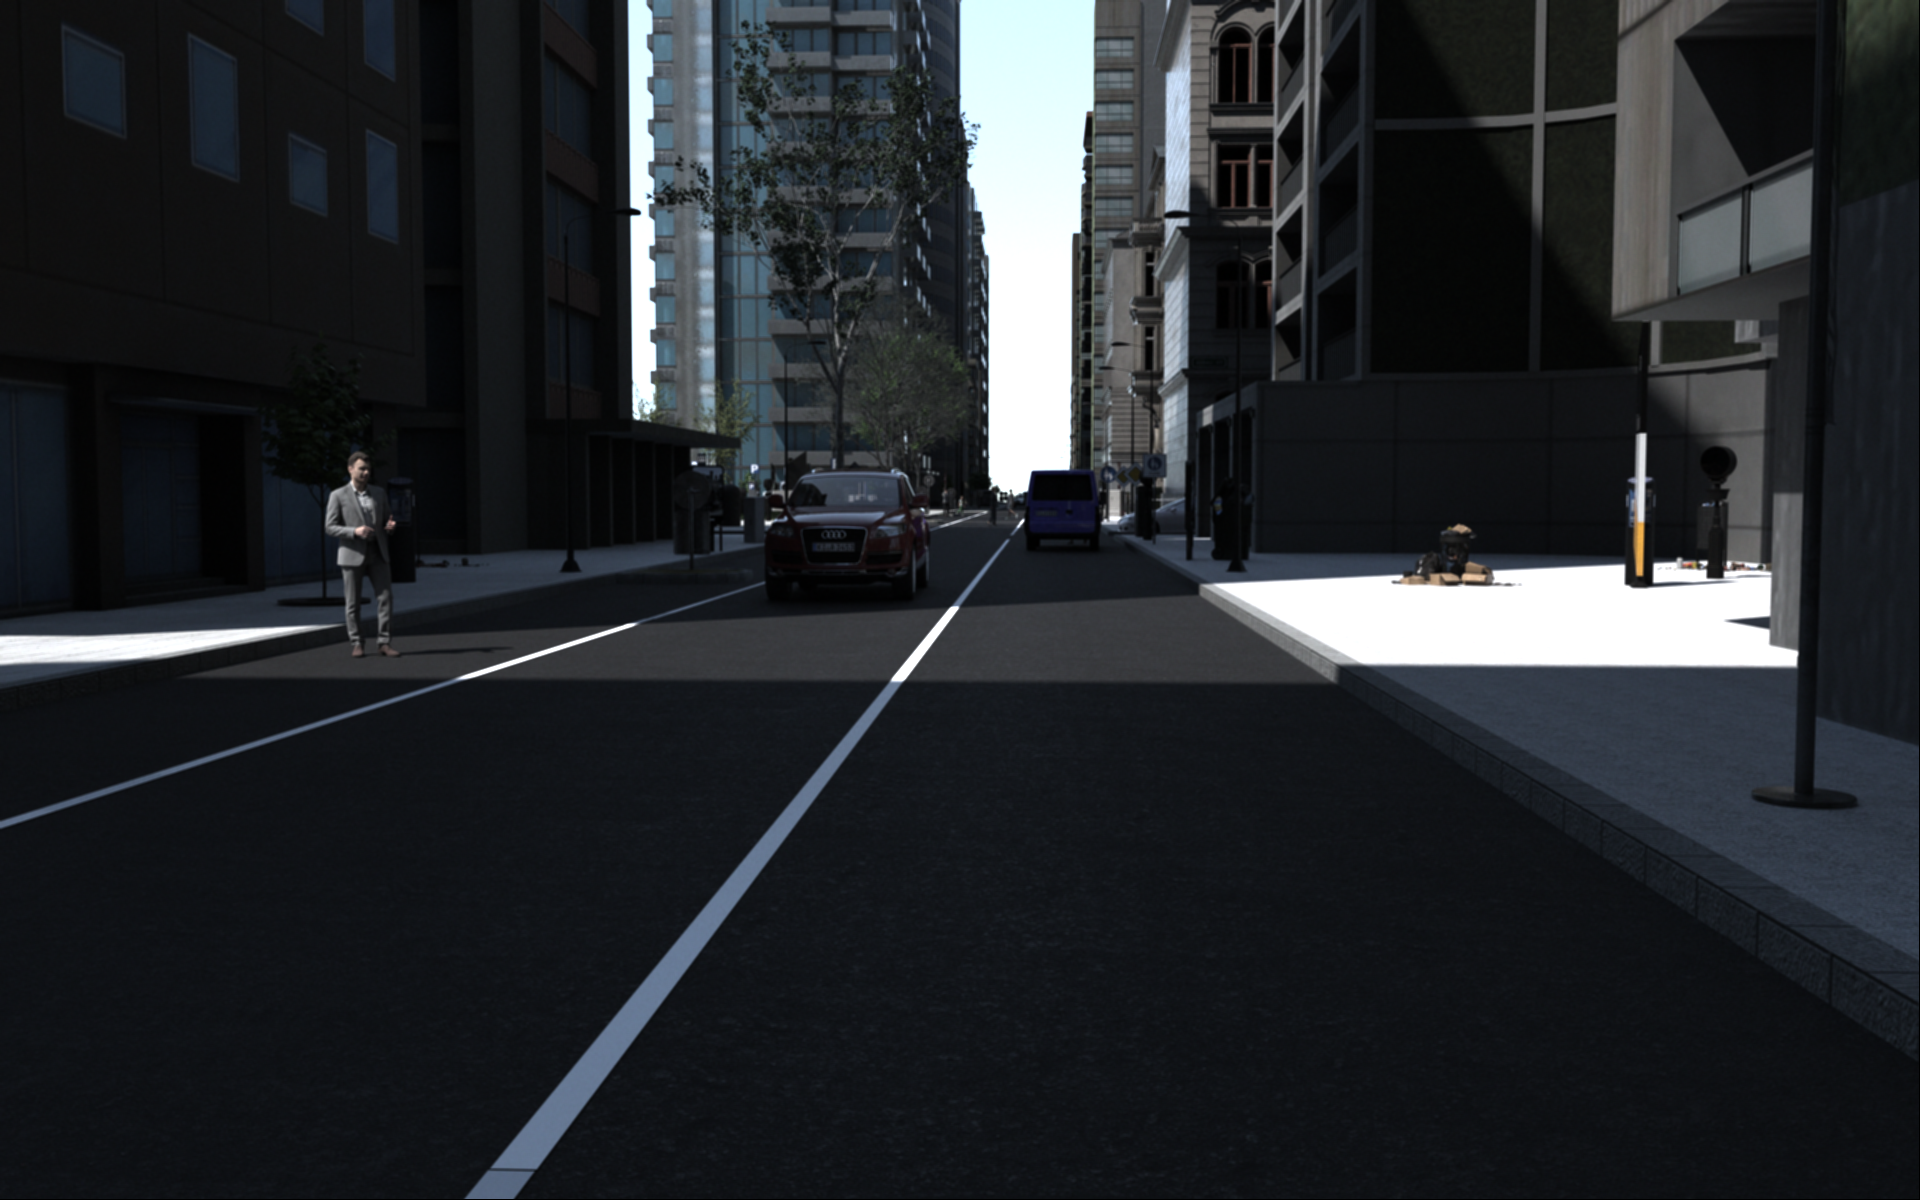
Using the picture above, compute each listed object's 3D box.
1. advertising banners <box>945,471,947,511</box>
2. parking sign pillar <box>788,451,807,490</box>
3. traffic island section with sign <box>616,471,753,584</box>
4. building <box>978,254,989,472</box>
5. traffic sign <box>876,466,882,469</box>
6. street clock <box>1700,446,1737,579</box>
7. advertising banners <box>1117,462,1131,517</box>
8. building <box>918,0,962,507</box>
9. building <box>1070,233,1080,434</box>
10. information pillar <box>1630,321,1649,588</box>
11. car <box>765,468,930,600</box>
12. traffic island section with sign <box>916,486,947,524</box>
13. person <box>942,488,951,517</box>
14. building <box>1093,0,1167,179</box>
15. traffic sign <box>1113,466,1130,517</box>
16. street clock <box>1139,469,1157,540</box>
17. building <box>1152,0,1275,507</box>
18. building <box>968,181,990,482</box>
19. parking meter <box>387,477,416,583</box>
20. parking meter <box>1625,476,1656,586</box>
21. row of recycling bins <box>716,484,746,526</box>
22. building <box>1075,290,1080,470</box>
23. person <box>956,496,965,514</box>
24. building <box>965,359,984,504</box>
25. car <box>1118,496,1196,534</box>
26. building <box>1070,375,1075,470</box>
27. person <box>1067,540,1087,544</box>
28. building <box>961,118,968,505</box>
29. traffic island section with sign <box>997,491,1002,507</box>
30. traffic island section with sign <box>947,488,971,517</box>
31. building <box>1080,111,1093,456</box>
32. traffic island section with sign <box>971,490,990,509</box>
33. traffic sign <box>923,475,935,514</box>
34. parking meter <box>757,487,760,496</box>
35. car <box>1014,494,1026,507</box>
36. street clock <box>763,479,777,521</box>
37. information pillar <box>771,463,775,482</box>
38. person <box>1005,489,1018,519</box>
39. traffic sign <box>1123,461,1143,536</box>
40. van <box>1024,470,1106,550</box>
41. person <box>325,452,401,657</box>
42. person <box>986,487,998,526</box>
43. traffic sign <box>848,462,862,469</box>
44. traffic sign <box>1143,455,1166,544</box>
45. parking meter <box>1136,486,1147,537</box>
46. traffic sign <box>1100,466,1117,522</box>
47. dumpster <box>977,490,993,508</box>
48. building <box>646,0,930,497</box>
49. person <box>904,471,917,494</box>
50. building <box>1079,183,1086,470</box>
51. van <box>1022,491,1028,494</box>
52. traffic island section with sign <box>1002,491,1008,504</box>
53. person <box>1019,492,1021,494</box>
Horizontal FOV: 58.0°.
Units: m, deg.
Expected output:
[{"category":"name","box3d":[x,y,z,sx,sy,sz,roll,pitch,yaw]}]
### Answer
[{"category":"advertising banners","box3d":[-1.011,-8.169,129.748,0.090,3.025,2.074,0,4,7]},{"category":"parking sign pillar","box3d":[-10.207,-7.287,107.620,1.447,3.967,1.447,-1,4,-21]},{"category":"traffic island section with sign","box3d":[-4.489,-1.226,28.667,1.989,1.847,2.006,0,4,3]},{"category":"building","box3d":[-2.370,-36.939,287.542,14.154,41.232,14.086,0,4,3]},{"category":"traffic sign","box3d":[-2.866,-3.539,61.501,0.795,2.450,0.064,0,4,3]},{"category":"street clock","box3d":[11.457,-1.324,26.216,0.358,2.002,0.471,-3,5,-43]},{"category":"advertising banners","box3d":[9.055,-6.098,95.891,0.090,3.025,2.074,2,4,25]},{"category":"building","box3d":[-11.082,-39.086,181.053,21.231,58.520,28.212,0,4,3]},{"category":"building","box3d":[25.374,-38.956,287.033,14.600,45.320,14.200,0,4,3]},{"category":"information pillar","box3d":[9.340,-1.982,23.757,0.183,3.616,0.504,1,4,15]},{"category":"car","box3d":[-1.550,-1.010,25.190,2.281,1.827,5.304,0,4,2]},{"category":"traffic island section with sign","box3d":[-1.795,-4.618,84.135,1.989,1.847,2.006,0,4,3]},{"category":"person","box3d":[-0.856,-6.172,109.600,0.592,1.802,0.473,-3,4,-38]},{"category":"building","box3d":[18.143,-28.289,146.127,14.154,41.232,14.086,0,4,3]},{"category":"traffic sign","box3d":[5.767,-3.512,61.063,0.795,2.450,0.064,0,4,3]},{"category":"street clock","box3d":[5.240,-2.674,48.297,0.471,2.002,0.358,-2,4,-32]},{"category":"building","box3d":[19.506,-17.123,67.346,23.554,28.519,14.401,0,4,3]},{"category":"building","box3d":[-7.437,-39.471,264.964,23.786,49.044,30.456,0,4,3]},{"category":"parking meter","box3d":[-8.102,-1.022,25.121,0.372,1.533,0.369,0,3,0]},{"category":"parking meter","box3d":[9.563,-0.975,24.353,0.372,1.533,0.369,0,3,0]},{"category":"row of recycling bins","box3d":[-10.425,-3.762,68.619,3.534,1.692,1.069,-1,4,-23]},{"category":"building","box3d":[23.250,-28.892,244.087,14.160,30.474,14.107,0,4,3]},{"category":"person","box3d":[0.043,-6.229,114.586,0.590,1.304,0.306,1,4,19]},{"category":"building","box3d":[-11.044,-23.932,236.321,27.650,21.520,28.899,0,4,3]},{"category":"car","box3d":[7.675,-2.772,57.684,4.827,1.381,2.083,0,4,3]},{"category":"building","box3d":[30.951,-25.715,265.476,27.650,21.520,28.899,0,4,3]},{"category":"person","box3d":[3.306,-2.515,49.712,0.616,1.811,0.778,3,5,43]},{"category":"building","box3d":[-6.301,-33.798,202.703,14.600,45.320,14.200,0,4,3]},{"category":"traffic island section with sign","box3d":[3.255,-10.997,188.431,1.989,1.847,2.006,0,4,3]},{"category":"traffic island section with sign","box3d":[-0.495,-6.269,111.126,1.989,1.847,2.006,0,4,3]},{"category":"building","box3d":[24.855,-33.089,195.622,22.147,44.769,28.867,0,4,3]},{"category":"traffic island section with sign","box3d":[1.914,-9.318,160.984,1.989,1.847,2.006,0,4,3]},{"category":"traffic sign","box3d":[-2.045,-6.945,113.650,0.768,2.556,0.104,1,4,10]},{"category":"parking meter","box3d":[-16.003,-8.027,136.950,0.399,1.863,0.255,0,4,-4]},{"category":"car","box3d":[6.696,-10.762,187.751,2.131,1.459,4.920,0,4,4]},{"category":"street clock","box3d":[-9.152,-4.777,82.679,0.358,2.002,0.471,2,4,28]},{"category":"information pillar","box3d":[-14.058,-8.487,130.116,0.183,3.616,0.504,2,4,24]},{"category":"person","box3d":[2.955,-5.497,99.121,0.760,1.731,0.466,1,4,18]},{"category":"traffic sign","box3d":[5.380,-3.024,53.088,0.795,2.450,0.064,0,4,3]},{"category":"van","box3d":[2.747,-2.533,45.799,2.240,2.365,5.245,0,4,4]},{"category":"person","box3d":[-5.201,-0.397,15.190,0.583,1.804,0.606,3,5,44]},{"category":"person","box3d":[1.476,-4.270,78.738,0.534,1.772,0.576,-1,4,-15]},{"category":"traffic sign","box3d":[-3.253,-3.051,53.525,0.795,2.450,0.064,0,4,3]},{"category":"traffic sign","box3d":[4.959,-2.572,44.175,0.606,2.300,0.079,1,4,9]},{"category":"parking meter","box3d":[5.465,-2.663,51.947,0.372,1.533,0.369,0,3,0]},{"category":"traffic sign","box3d":[6.727,-4.798,78.553,0.768,2.556,0.104,0,4,6]},{"category":"dumpster","box3d":[2.531,-9.758,167.763,1.865,1.857,1.264,0,4,2]},{"category":"building","box3d":[-14.228,-32.573,152.181,23.786,49.044,30.456,0,4,3]},{"category":"person","box3d":[-0.912,-1.276,29.463,0.850,1.850,0.679,-2,4,-30]},{"category":"building","box3d":[22.902,-33.400,229.689,14.154,41.232,14.086,0,4,3]},{"category":"van","box3d":[9.817,-15.135,254.460,2.013,2.044,4.112,0,4,2]},{"category":"traffic island section with sign","box3d":[5.909,-14.346,243.184,1.989,1.847,2.006,0,4,3]},{"category":"person","box3d":[8.601,-14.598,247.625,0.683,1.767,0.568,2,4,28]}]
